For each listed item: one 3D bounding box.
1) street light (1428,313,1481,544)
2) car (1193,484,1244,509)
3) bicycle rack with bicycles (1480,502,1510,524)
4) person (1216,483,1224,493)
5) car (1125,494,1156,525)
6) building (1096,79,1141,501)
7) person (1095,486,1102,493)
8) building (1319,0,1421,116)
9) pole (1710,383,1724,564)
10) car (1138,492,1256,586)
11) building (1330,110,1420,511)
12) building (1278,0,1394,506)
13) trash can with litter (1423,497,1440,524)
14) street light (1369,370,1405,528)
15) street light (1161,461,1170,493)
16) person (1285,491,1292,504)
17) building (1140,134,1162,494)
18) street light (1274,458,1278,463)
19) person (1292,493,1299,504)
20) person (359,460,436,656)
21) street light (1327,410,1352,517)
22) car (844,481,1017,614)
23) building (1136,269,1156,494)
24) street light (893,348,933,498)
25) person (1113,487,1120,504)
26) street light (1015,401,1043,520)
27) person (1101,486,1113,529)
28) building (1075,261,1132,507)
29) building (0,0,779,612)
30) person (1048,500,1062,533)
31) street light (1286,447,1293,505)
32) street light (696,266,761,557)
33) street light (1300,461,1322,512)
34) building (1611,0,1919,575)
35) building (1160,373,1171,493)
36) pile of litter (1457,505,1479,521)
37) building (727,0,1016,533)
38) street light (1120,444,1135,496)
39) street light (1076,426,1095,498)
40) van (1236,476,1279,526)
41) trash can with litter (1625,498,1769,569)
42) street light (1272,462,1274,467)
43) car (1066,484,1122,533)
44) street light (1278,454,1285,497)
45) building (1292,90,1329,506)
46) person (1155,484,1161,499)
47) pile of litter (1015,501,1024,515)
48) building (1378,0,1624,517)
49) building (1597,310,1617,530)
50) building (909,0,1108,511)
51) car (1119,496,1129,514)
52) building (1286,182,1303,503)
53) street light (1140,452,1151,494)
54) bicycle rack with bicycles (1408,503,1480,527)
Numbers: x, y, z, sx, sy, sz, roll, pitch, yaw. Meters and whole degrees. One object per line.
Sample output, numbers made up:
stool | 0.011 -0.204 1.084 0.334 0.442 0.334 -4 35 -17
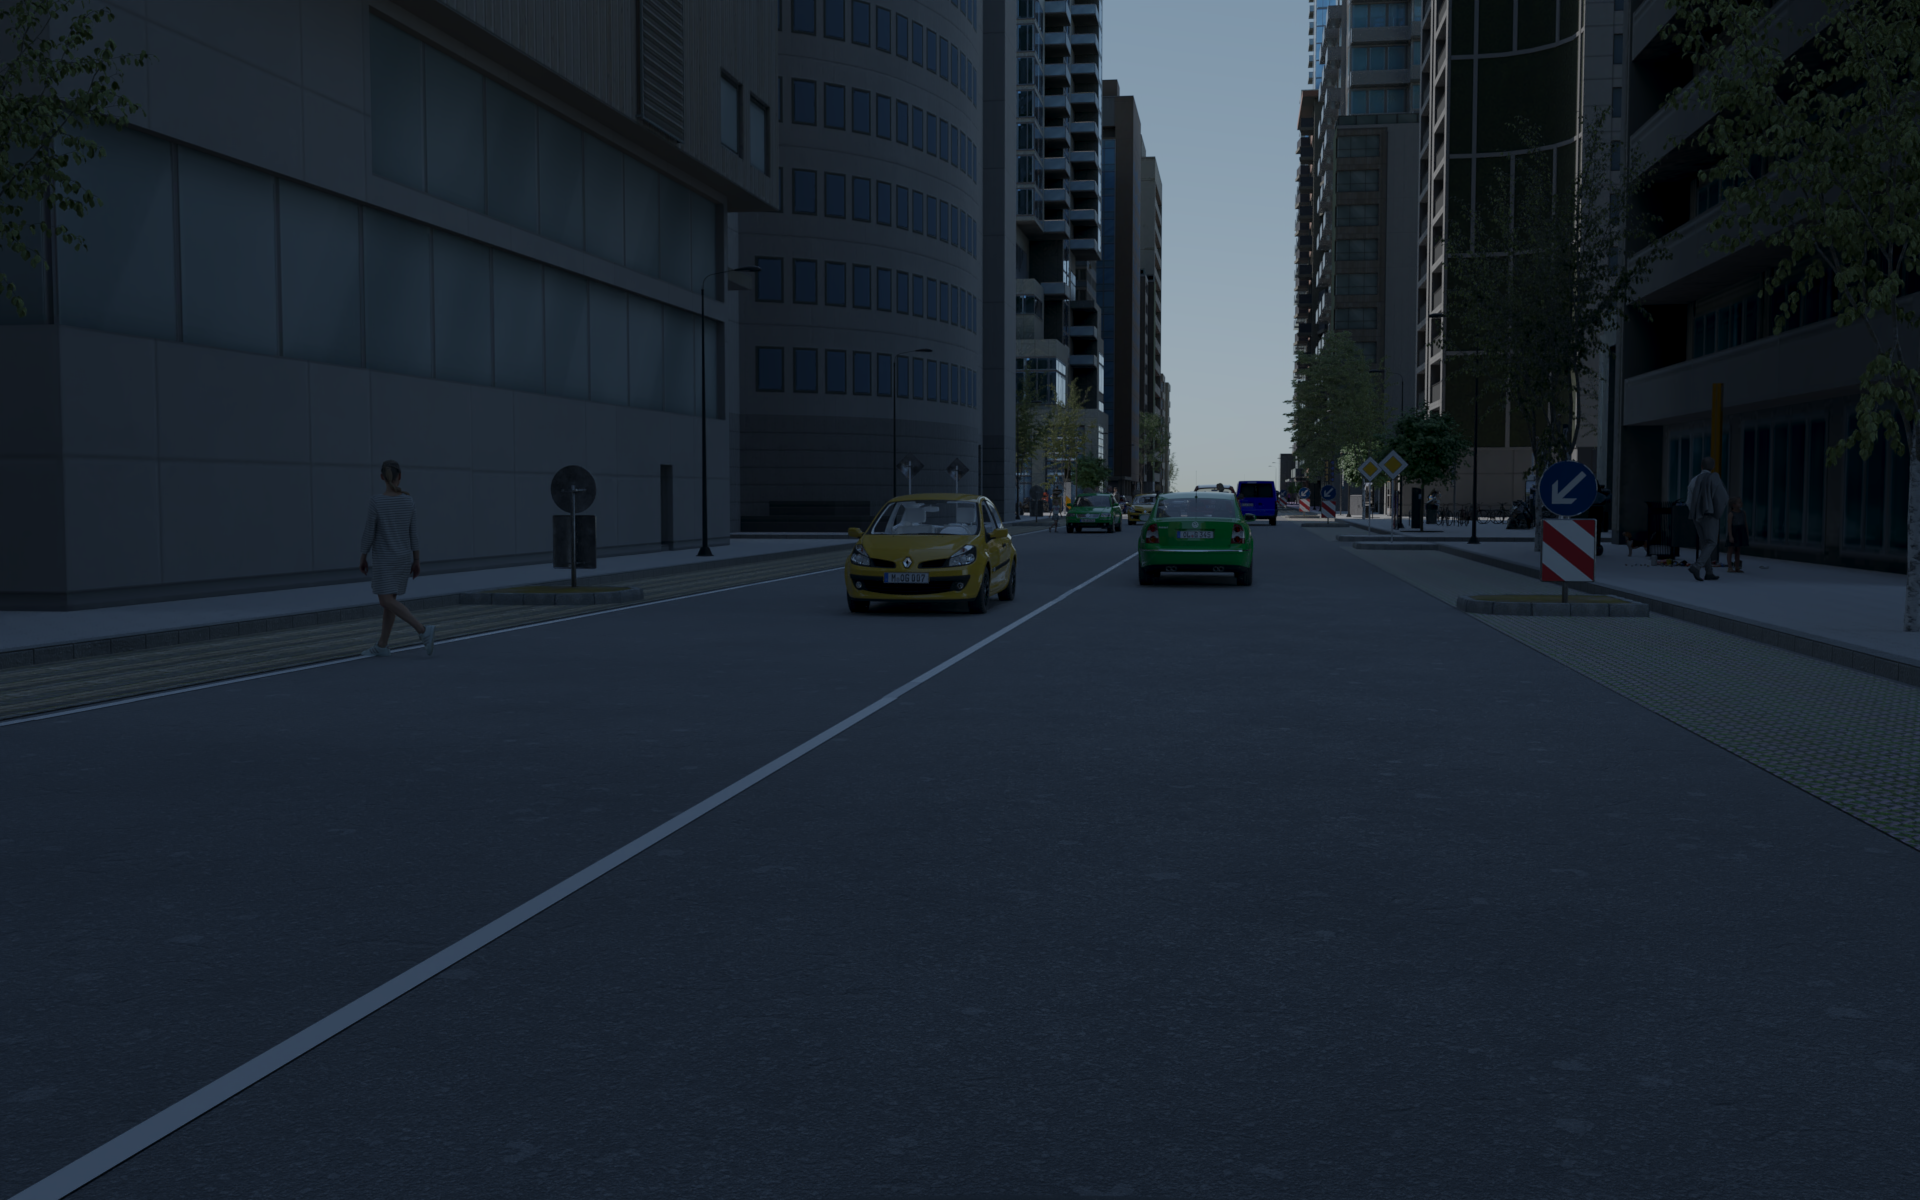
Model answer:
street light | 12.701 -4.402 44.519 1.470 5.913 1.316 1 4 9
car | 9.893 -3.591 67.379 2.281 1.827 5.304 1 4 9
bicycle rack with bicycles | 23.125 -3.719 74.187 2.852 0.926 2.925 -2 4 -35
person | 8.583 -2.955 56.993 0.728 1.800 0.709 1 4 14
car | 8.774 -4.319 80.845 2.015 1.641 3.980 1 4 10
building | 12.637 -33.154 192.171 14.600 45.320 14.200 1 4 9
person | 6.785 -4.746 86.202 0.694 1.812 0.767 3 4 38
building | 43.673 -32.762 155.274 23.786 49.044 30.456 1 4 9
pole | 13.925 -2.328 31.910 0.158 3.312 0.155 0 3 0
car | 3.895 -1.205 28.499 1.959 1.807 4.718 1 4 8
building | 35.849 -22.180 134.344 14.160 30.474 14.107 1 4 9
building | 60.895 -58.254 265.117 22.319 86.520 31.000 1 4 9
trash can with litter | 19.764 -3.797 73.464 1.055 1.170 0.624 0 4 7
street light | 15.950 -5.639 64.731 1.470 5.913 1.316 1 4 9
street light | 29.020 -16.660 244.933 1.470 5.913 1.316 1 4 9
person | 41.733 -13.049 220.069 1.217 1.739 0.721 -3 4 -37
building | 16.472 -37.563 237.849 21.300 48.544 21.600 1 4 9
street light | 41.268 -15.230 221.543 1.470 5.913 1.316 1 4 9
person | 42.298 -12.957 218.447 0.990 1.755 0.434 3 5 40
person | -4.933 -0.364 15.198 0.760 1.731 0.466 1 4 11
street light | 20.991 -7.538 95.783 1.470 5.913 1.316 1 4 9
car | -0.315 -0.723 22.049 2.015 1.641 3.980 1 4 9
building | 17.455 -27.430 220.184 14.160 30.474 14.107 1 4 9
street light | -1.562 -5.066 55.363 1.470 5.913 1.316 1 4 9
person | 9.443 -5.900 104.922 0.622 1.834 0.822 3 5 44
street light | 3.419 -6.965 86.424 1.470 5.913 1.316 1 4 9
person | 6.149 -3.784 70.764 0.834 1.777 0.661 3 4 36
building | 0.966 -29.542 174.894 32.217 40.220 23.993 1 4 9
building | -19.623 -27.136 32.910 27.495 52.752 28.713 1 4 9
person | 3.576 -3.128 64.663 0.505 1.210 0.382 -2 4 -35
street light | 33.256 -12.177 171.642 1.470 5.913 1.316 1 4 9
street light | -4.729 -3.849 35.472 1.470 5.913 1.316 1 4 9
street light | 25.899 -9.440 126.883 1.470 5.913 1.316 1 4 9
building | 25.608 -24.914 31.044 21.300 48.544 21.600 1 4 9
building | 17.607 -25.630 264.093 27.650 21.520 28.899 1 4 9
pile of litter | 24.763 -4.305 84.358 1.176 0.858 1.719 2 4 29
building | -9.924 -32.238 69.098 21.231 58.520 28.212 1 4 9
street light | 15.614 -11.587 161.992 1.470 5.913 1.316 1 4 9
street light | 8.448 -8.865 117.478 1.470 5.913 1.316 1 4 9
van | 13.680 -4.640 80.255 2.240 2.365 5.245 1 4 9
trash can with litter | 13.020 -1.183 30.399 1.678 1.210 2.233 -2 4 -34
street light | 46.291 -17.164 253.173 1.470 5.913 1.316 1 4 9
car | 5.044 -3.431 64.898 1.959 1.807 4.718 1 4 11
street light | 38.321 -14.076 202.690 1.470 5.913 1.316 1 4 9
building | 47.069 -32.431 184.879 22.147 44.769 28.867 1 4 9
person | 7.686 -3.439 64.940 1.509 1.804 0.699 -3 5 -41
pile of litter | 3.282 -5.543 104.599 1.176 0.858 1.719 2 4 32
building | 35.571 -40.378 98.440 20.563 71.187 20.611 1 4 9
building | 38.205 -45.457 55.896 31.000 86.520 22.319 1 4 9
building | 1.848 -50.940 145.542 22.319 86.520 31.000 1 4 9
car | 11.180 -6.824 124.159 1.945 1.354 3.894 1 4 9
building | 56.911 -37.690 235.836 23.786 49.044 30.456 1 4 9
street light | 20.649 -13.499 193.254 1.470 5.913 1.316 1 4 9
bicycle rack with bicycles | 19.124 -3.431 69.473 2.852 0.926 2.925 1 4 12
